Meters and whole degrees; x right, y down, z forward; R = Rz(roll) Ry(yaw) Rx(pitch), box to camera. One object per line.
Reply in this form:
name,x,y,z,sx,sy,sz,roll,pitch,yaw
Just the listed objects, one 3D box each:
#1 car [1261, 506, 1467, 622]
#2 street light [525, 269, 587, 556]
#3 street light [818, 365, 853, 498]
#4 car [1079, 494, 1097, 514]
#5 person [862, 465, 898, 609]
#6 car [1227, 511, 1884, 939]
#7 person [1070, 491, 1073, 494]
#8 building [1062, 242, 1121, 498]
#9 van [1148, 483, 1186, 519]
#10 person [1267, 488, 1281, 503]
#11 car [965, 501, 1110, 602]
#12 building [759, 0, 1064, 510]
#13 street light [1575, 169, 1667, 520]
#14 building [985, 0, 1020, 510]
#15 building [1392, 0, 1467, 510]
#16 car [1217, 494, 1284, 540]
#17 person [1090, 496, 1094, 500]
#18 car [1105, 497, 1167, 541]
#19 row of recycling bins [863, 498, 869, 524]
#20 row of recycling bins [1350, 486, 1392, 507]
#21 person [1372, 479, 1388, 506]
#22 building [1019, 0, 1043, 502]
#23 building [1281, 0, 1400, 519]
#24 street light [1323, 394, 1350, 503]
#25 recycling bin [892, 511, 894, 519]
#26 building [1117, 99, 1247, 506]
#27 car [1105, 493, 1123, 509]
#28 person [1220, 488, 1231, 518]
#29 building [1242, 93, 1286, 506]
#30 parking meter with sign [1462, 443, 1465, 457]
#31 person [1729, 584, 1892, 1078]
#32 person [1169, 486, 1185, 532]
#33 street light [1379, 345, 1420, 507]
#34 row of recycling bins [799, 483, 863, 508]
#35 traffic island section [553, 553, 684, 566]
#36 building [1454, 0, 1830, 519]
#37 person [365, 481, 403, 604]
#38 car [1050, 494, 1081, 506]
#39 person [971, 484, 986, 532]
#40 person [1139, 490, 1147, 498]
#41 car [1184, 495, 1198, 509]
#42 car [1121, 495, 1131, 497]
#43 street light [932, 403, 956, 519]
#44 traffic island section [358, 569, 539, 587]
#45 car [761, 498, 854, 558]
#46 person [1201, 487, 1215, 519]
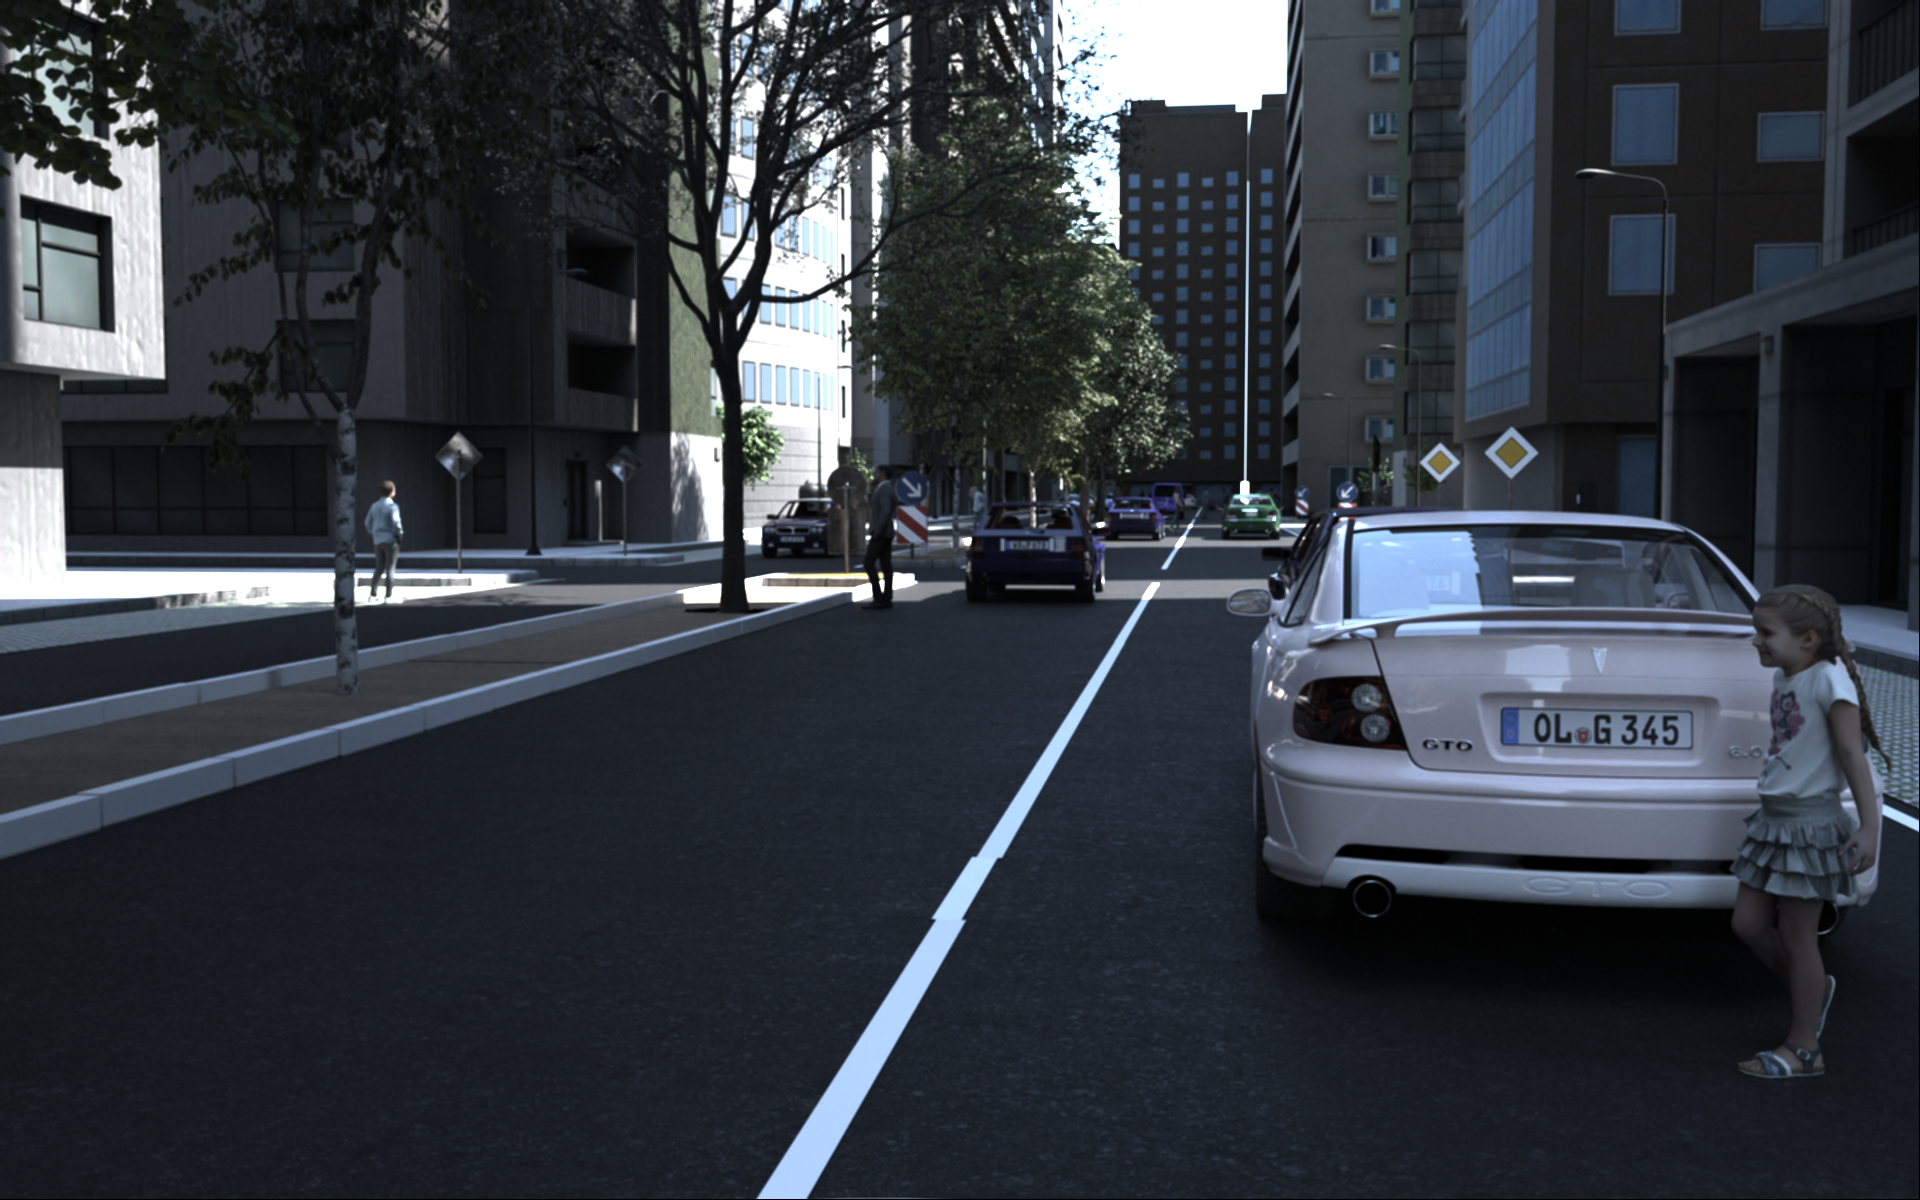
car,3.575,-0.132,14.733,1.945,1.354,3.894,0,4,7
street light,-8.381,-3.879,35.965,1.470,5.913,1.316,1,4,8
street light,-4.548,-5.503,62.516,1.470,5.913,1.316,1,4,8
car,9.305,-7.199,127.932,2.015,1.641,3.980,1,4,10
person,-1.014,-0.798,21.726,0.473,1.802,0.592,1,4,21
car,2.134,0.324,7.066,2.083,1.381,4.827,1,4,9
person,7.407,-6.472,115.038,1.217,1.743,0.721,1,4,10
building,11.517,-26.245,200.800,14.107,30.474,14.160,1,4,8
van,12.116,-5.914,101.071,2.240,2.365,5.245,0,4,6
person,20.076,-6.299,111.590,1.348,1.812,0.705,2,4,28
car,1.113,-0.720,24.346,1.945,1.354,3.894,0,4,7
building,-3.862,-38.756,175.651,28.212,58.520,21.231,1,4,8
street light,9.502,-3.201,24.883,1.470,5.913,1.316,1,4,8
building,-7.495,-30.525,122.783,21.300,48.544,21.600,1,4,8
building,24.070,-18.099,67.619,14.160,30.474,14.107,1,4,8
car,9.378,-2.697,55.900,2.131,1.459,4.920,1,4,9
person,8.825,-6.838,120.827,1.217,1.766,0.721,-1,4,-21
car,5.519,-2.566,54.530,1.945,1.354,3.894,1,4,9
row of recycling bins,-3.955,-4.260,76.769,1.069,1.692,3.534,1,4,11
row of recycling bins,20.424,-4.701,83.973,3.534,1.692,1.069,2,4,35
person,11.576,-2.406,47.644,0.447,1.846,0.655,-1,4,-10
building,-4.759,-32.356,148.622,23.786,49.044,30.456,1,4,8
building,29.117,-28.821,94.927,21.300,48.544,21.600,1,4,8
street light,17.557,-6.611,80.633,1.470,5.913,1.316,1,4,8
recycling bin,-3.665,-4.759,90.358,0.722,1.027,0.722,0,4,3
building,25.671,-33.592,199.332,14.200,45.320,14.600,1,4,8
car,14.833,-9.631,167.056,1.945,1.707,3.694,1,4,9
person,15.843,-5.794,103.582,0.721,1.781,0.623,0,4,-7
building,39.844,-33.404,196.266,14.200,45.320,14.600,1,4,8
parking meter with sign,16.968,-3.645,55.864,0.543,3.016,1.738,-1,4,-23
person,2.125,0.568,4.232,0.382,1.210,0.505,0,4,-4
person,8.190,-3.457,65.610,0.643,1.750,0.593,-1,4,-8
street light,13.772,-4.994,54.192,1.470,5.913,1.316,1,4,8
row of recycling bins,-5.106,-3.620,66.299,1.069,1.692,3.534,2,4,25
traffic island section,-6.949,-0.830,35.850,2.009,0.180,2.903,1,4,8
building,19.623,-23.778,38.875,14.200,45.320,14.600,1,4,8
person,-7.513,-0.758,22.704,0.589,1.601,0.330,2,4,33
car,6.545,-5.653,104.222,2.131,1.459,4.920,0,4,8
person,0.698,-3.448,65.132,0.793,1.790,0.793,2,4,30
person,16.980,-9.319,160.873,0.705,1.822,1.348,-3,5,-39
car,21.297,-9.213,162.992,2.083,1.381,4.827,1,4,10
car,16.627,-9.933,174.981,1.945,1.354,3.894,0,4,7
street light,-0.737,-7.122,88.984,1.470,5.913,1.316,1,4,8
traffic island section,-8.090,-0.347,27.947,2.009,0.180,2.903,1,4,8
car,-3.413,-1.700,40.381,1.945,1.354,3.894,1,4,9
person,13.993,-5.470,98.063,0.853,1.813,0.709,2,4,32
